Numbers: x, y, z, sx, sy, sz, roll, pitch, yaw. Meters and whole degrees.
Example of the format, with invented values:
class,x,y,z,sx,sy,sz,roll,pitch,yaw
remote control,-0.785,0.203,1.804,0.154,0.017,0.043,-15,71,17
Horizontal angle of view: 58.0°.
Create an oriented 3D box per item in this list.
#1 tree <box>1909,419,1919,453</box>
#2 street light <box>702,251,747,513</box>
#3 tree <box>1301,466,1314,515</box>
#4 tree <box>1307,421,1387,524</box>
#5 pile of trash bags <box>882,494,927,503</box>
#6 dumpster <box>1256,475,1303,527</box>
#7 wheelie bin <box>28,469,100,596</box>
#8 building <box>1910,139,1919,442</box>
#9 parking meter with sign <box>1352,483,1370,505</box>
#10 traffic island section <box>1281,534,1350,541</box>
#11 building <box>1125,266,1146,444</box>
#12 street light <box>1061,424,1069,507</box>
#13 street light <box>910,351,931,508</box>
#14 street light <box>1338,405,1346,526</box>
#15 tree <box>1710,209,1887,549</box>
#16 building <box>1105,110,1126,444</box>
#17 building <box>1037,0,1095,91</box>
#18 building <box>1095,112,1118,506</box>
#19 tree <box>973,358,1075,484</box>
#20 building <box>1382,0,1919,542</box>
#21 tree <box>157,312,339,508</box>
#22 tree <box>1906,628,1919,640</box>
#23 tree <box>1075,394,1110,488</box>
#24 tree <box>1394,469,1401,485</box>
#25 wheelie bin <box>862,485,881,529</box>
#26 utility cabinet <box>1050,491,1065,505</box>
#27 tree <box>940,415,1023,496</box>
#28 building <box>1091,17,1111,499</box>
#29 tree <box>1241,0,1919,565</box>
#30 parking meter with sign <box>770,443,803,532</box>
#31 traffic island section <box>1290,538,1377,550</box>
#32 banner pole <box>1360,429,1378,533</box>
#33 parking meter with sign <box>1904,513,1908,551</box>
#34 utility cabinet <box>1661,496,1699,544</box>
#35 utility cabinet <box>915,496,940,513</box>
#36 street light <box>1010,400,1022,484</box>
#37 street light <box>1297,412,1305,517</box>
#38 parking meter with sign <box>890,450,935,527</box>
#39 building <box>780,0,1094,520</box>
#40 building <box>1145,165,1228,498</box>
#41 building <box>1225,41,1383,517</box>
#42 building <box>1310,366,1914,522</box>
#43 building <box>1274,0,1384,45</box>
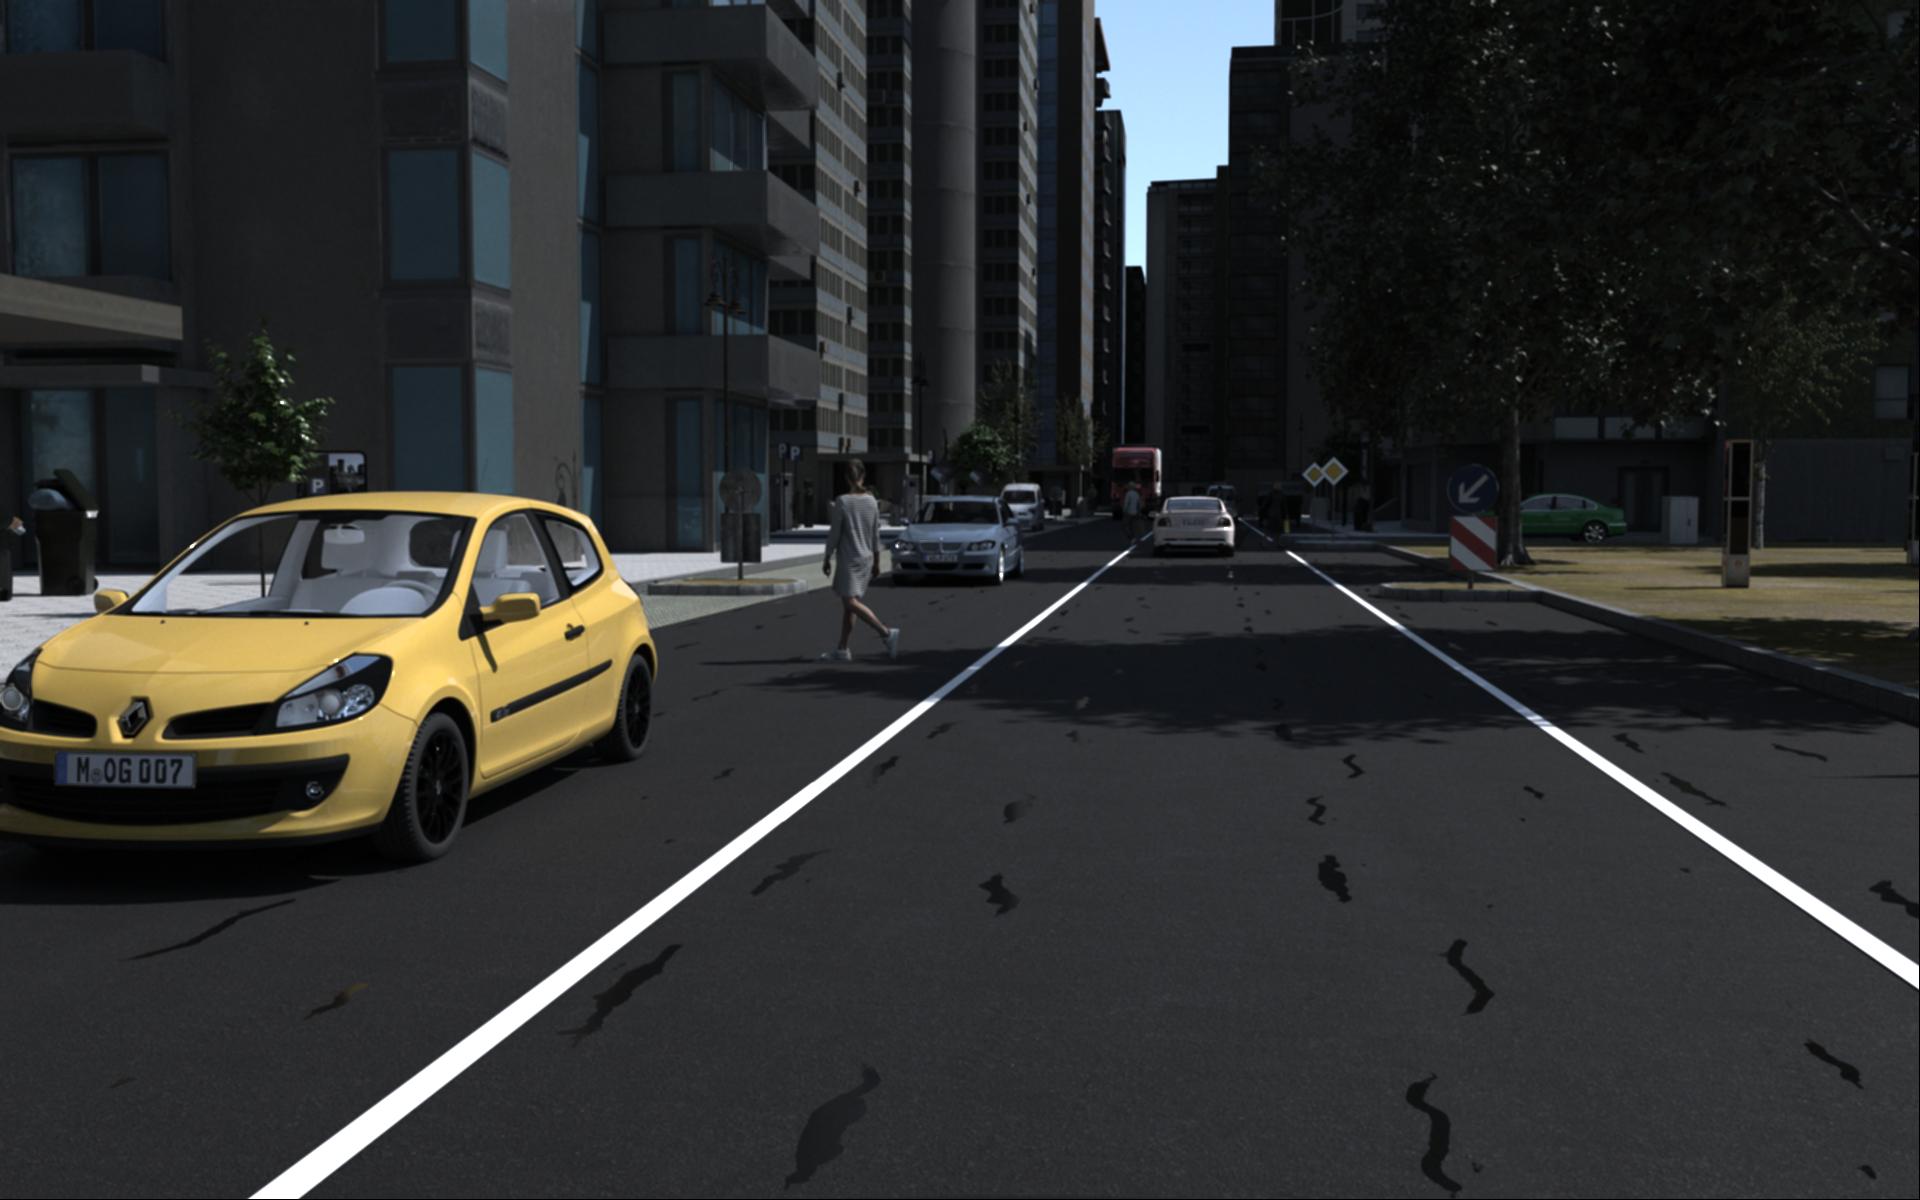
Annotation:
class,x,y,z,sx,sy,sz,roll,pitch,yaw
tree,34.961,-5.011,65.642,4.285,4.588,4.351,0,3,0
street light,-4.471,-3.691,33.133,0.468,5.910,1.993,0,4,8
tree,21.154,-6.705,104.221,1.663,3.219,1.824,0,3,0
tree,16.842,-5.602,75.311,4.285,4.588,4.351,0,3,0
pile of trash bags,-2.960,-5.296,96.345,3.447,1.369,1.912,-1,4,-19
dumpster,13.773,-4.267,74.720,1.985,2.255,1.502,0,4,8
wheelie bin,-11.349,-0.858,21.939,0.693,1.594,0.980,-1,4,-13
building,51.477,-28.902,61.781,27.495,52.752,28.713,0,4,8
parking meter with sign,24.028,-6.476,102.142,1.738,3.016,0.543,1,4,9
traffic island section,11.083,-1.949,54.149,2.009,0.180,2.903,0,4,8
building,16.474,-27.455,220.596,14.107,30.474,14.160,0,4,8
street light,7.011,-8.702,115.067,0.468,5.910,1.993,0,4,8
street light,-1.277,-5.089,55.991,0.468,5.910,1.993,0,4,8
street light,15.220,-5.856,68.539,0.468,5.910,1.993,0,4,8
tree,18.833,-5.486,40.056,4.737,8.622,4.395,0,3,0
building,11.577,-33.579,199.124,14.200,45.320,14.600,0,4,8
building,3.267,-29.816,137.607,14.600,45.320,14.200,0,4,8
building,9.018,-30.436,181.225,14.154,41.232,14.086,0,4,8
tree,2.769,-8.696,92.549,4.737,8.622,4.395,0,3,0
building,21.646,-22.820,56.703,14.086,41.232,14.154,0,4,8
tree,-7.404,-1.461,18.486,1.663,3.219,1.824,0,3,0
tree,9.033,-5.983,14.825,9.611,12.733,9.660,0,3,0
tree,8.481,-10.723,125.675,4.737,8.622,4.395,0,3,0
tree,18.090,-4.494,68.083,1.663,3.219,1.824,0,3,0
wheelie bin,-3.352,-3.370,63.011,0.980,1.594,0.693,-3,5,-43
utility cabinet,7.192,-7.259,127.356,1.173,1.500,0.318,2,4,28
tree,0.988,-5.718,77.207,4.285,4.588,4.351,0,3,0
building,2.346,-30.877,159.455,22.147,44.769,28.867,0,4,8
tree,10.034,-7.005,31.542,9.611,12.733,9.660,0,3,0
parking meter with sign,-6.358,-4.003,61.716,0.543,3.016,1.738,2,4,33
traffic island section,9.975,-1.465,46.240,2.009,0.180,2.903,0,4,8
banner pole,13.559,-4.132,57.582,0.401,3.779,0.863,-2,4,-29
parking meter with sign,22.020,-2.625,39.173,1.738,3.016,0.543,-3,4,-36
utility cabinet,18.654,-2.062,44.871,1.020,1.237,0.306,-2,4,-25
utility cabinet,-1.199,-3.353,65.979,1.020,1.237,0.306,0,4,3
street light,2.780,-6.888,85.414,0.468,5.910,1.993,0,4,8
street light,19.281,-7.656,97.961,0.468,5.910,1.993,0,4,8
parking meter with sign,-1.895,-4.414,68.430,1.738,3.016,0.543,-1,4,-23
building,-7.939,-25.567,109.896,32.217,40.220,23.993,0,4,8
building,30.430,-32.703,218.290,14.086,41.232,14.154,0,4,8
building,24.785,-20.987,114.833,14.160,30.474,14.107,0,4,8
building,34.388,-24.092,85.788,32.217,40.220,23.993,0,4,8
building,42.913,-46.017,190.623,20.563,71.187,20.611,0,4,8
